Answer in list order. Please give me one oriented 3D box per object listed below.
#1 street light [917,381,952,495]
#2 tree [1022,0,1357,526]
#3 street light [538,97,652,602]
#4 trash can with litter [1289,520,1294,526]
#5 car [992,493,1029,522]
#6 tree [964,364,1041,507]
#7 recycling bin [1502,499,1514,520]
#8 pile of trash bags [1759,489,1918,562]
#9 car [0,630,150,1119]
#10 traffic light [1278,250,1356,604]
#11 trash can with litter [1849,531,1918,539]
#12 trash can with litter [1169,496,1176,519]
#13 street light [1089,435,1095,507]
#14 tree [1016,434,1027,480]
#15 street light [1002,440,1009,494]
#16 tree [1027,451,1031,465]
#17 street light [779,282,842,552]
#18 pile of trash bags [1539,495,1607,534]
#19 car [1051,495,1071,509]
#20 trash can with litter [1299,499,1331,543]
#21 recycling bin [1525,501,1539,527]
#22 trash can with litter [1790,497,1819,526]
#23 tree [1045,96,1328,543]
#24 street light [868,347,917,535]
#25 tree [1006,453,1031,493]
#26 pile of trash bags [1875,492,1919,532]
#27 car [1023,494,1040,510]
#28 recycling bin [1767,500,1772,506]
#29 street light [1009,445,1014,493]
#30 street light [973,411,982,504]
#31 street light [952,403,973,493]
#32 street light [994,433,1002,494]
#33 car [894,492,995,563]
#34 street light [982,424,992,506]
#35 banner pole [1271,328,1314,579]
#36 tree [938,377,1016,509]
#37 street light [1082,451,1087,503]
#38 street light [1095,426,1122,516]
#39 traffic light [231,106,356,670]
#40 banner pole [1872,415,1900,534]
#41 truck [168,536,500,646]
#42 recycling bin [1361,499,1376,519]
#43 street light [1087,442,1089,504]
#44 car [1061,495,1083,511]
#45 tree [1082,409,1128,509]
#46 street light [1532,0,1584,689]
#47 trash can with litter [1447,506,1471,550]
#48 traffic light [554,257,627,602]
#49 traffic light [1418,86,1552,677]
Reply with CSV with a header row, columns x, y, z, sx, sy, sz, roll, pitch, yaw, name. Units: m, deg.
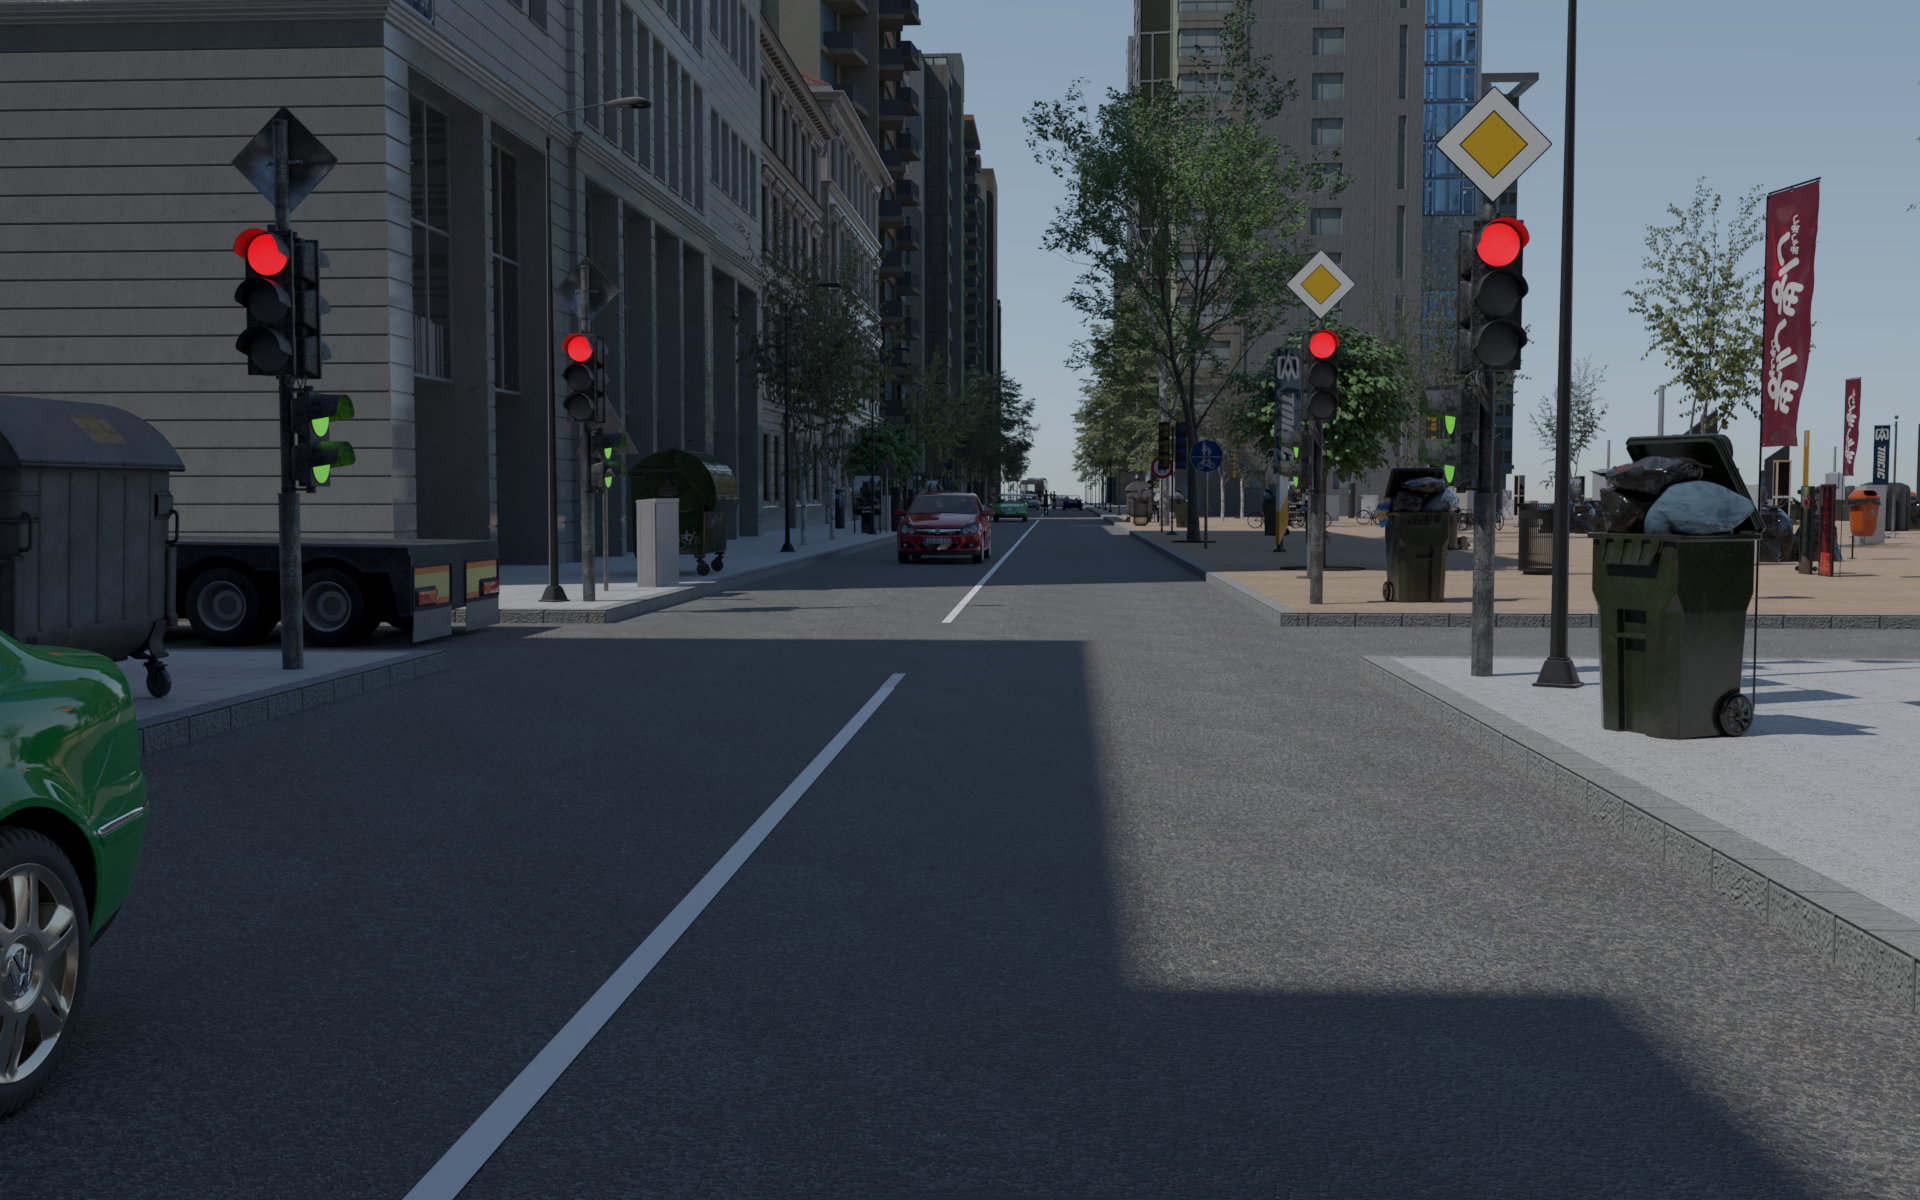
x,y,z,sx,sy,sz,roll,pitch,yaw,name
-1.225,-6.059,71.603,1.470,5.913,1.316,0,4,3,street light
8.609,-12.948,67.581,12.611,20.169,13.585,0,3,0,tree
-4.304,-2.931,20.460,1.470,5.913,1.316,0,4,3,street light
13.136,-3.593,70.125,0.624,1.170,1.055,-2,4,-31,trash can with litter
2.635,-4.977,90.165,1.959,1.807,4.718,0,4,3,car
2.879,-16.159,170.857,9.857,13.997,8.962,0,3,0,tree
27.564,-4.521,86.473,0.722,1.027,0.722,3,5,39,recycling bin
16.304,-1.456,33.555,3.447,1.369,1.912,-1,4,-15,pile of trash bags
-3.081,0.377,2.638,1.959,1.807,4.718,0,4,2,car
4.135,-1.906,20.084,0.839,4.253,0.868,0,4,3,traffic light
26.972,-2.428,50.748,1.678,1.210,2.233,1,4,17,trash can with litter
10.912,-4.860,90.511,1.678,1.210,2.233,-2,4,-29,trash can with litter
9.879,-9.013,119.909,1.470,5.913,1.316,0,4,3,street light
2.246,-11.493,138.265,4.360,8.622,3.978,0,3,0,tree
3.193,-10.719,147.796,1.470,5.913,1.316,0,4,3,street light
6.294,-15.735,207.633,4.360,8.622,3.978,0,3,0,tree
-3.273,-4.010,38.098,1.470,5.913,1.316,0,4,3,street light
20.663,-2.893,57.060,3.447,1.369,1.912,-3,5,-41,pile of trash bags
9.860,-9.518,167.985,2.083,1.381,4.827,0,4,3,car
9.360,-2.089,45.543,0.624,1.170,1.055,2,4,30,trash can with litter
22.138,-3.356,67.423,0.722,1.027,0.722,1,4,19,recycling bin
34.730,-3.673,71.433,1.055,1.170,0.624,2,4,26,trash can with litter
6.079,-7.326,45.534,9.928,11.665,9.643,0,3,0,tree
-2.235,-5.034,54.850,1.470,5.913,1.316,0,4,3,street light
7.986,-17.958,243.971,4.737,8.622,4.395,0,3,0,tree
35.172,-3.241,62.745,1.912,1.369,3.447,0,4,-3,pile of trash bags
6.166,-8.722,154.604,2.014,1.417,4.499,0,4,2,car
36.197,-4.009,78.106,0.722,1.027,0.722,-2,4,-33,recycling bin
4.261,-11.749,164.638,1.470,5.913,1.316,0,4,3,street light
0.319,-7.644,97.527,1.470,5.913,1.316,0,4,3,street light
-0.248,-7.090,88.469,1.470,5.913,1.316,0,4,3,street light
2.220,-9.694,131.041,1.470,5.913,1.316,0,4,3,street light
-0.303,-1.726,37.261,2.155,1.783,4.494,0,4,4,car
1.162,-8.670,114.290,1.470,5.913,1.316,0,4,3,street light
5.100,-2.213,26.203,0.863,3.779,0.401,-1,4,-16,banner pole
0.462,-9.746,109.708,4.360,8.622,3.978,0,3,0,tree
11.823,-11.085,153.779,1.470,5.913,1.316,0,4,3,street light
8.924,-7.974,102.915,1.470,5.913,1.316,0,4,3,street light
-4.882,-1.448,12.598,0.839,4.253,0.868,0,4,3,traffic light
29.510,-3.984,55.162,0.863,3.779,0.401,3,4,36,banner pole
-14.320,-1.713,17.775,18.799,4.110,2.967,0,4,4,truck
21.422,-4.787,90.820,0.722,1.027,0.722,1,4,13,recycling bin
10.991,-10.059,137.000,1.470,5.913,1.316,0,4,3,street light
9.818,-8.494,151.458,1.945,1.354,3.894,0,4,3,car
12.051,-11.921,145.278,4.360,8.622,3.978,0,3,0,tree
3.462,-2.380,11.447,1.470,5.913,1.316,0,4,3,street light
11.294,-1.743,39.882,0.624,1.170,1.055,3,5,44,trash can with litter
-4.412,-1.936,20.570,0.839,4.253,0.868,0,4,3,traffic light
3.665,-1.418,12.112,0.839,4.253,0.868,0,4,3,traffic light
